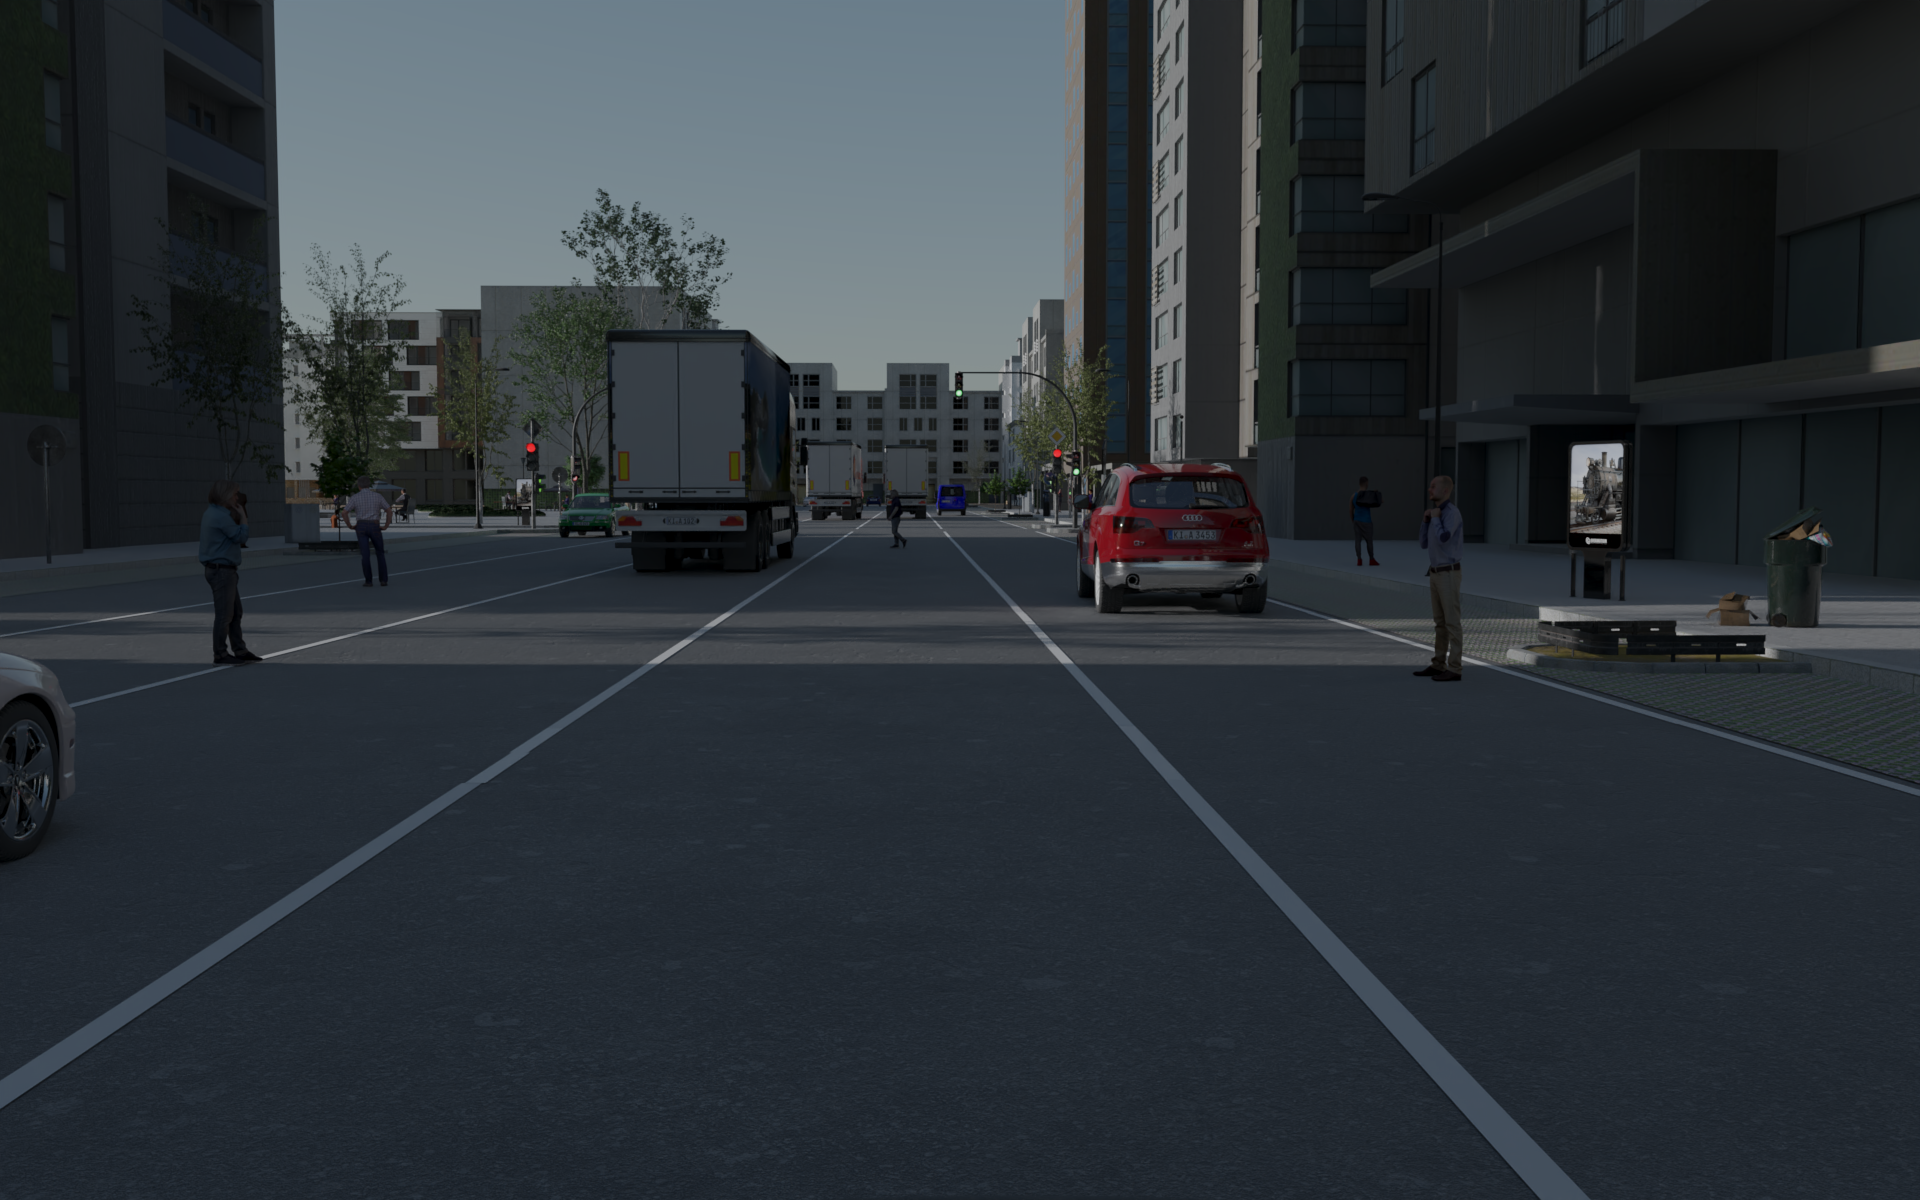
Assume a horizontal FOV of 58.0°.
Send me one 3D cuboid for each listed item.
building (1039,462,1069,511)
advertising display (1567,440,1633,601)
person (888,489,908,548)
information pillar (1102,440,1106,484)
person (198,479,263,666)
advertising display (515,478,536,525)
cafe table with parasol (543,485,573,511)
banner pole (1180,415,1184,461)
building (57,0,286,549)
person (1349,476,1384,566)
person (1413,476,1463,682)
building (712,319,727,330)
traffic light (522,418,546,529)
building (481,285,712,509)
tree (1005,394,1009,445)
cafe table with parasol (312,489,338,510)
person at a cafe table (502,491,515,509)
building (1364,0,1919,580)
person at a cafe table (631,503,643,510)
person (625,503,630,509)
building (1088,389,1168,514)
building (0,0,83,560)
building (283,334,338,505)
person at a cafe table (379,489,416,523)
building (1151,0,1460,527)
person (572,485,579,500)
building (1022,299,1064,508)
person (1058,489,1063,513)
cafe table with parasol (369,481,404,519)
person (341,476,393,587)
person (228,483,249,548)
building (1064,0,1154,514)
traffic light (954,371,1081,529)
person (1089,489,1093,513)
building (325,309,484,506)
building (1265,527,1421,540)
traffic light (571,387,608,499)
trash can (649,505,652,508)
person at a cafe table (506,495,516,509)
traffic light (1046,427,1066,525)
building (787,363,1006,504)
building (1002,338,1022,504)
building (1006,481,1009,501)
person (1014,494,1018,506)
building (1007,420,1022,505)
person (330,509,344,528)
[{"bbox_3d":[17.362,-42.700,136.395,20.563,71.187,20.611,0,4,-2],"label":"building"},{"bbox_3d":[7.802,-0.975,21.159,0.123,1.923,0.974,-1,4,-21],"label":"advertising display"},{"bbox_3d":[-1.654,-2.141,45.706,0.471,1.553,0.569,2,4,25],"label":"person"},{"bbox_3d":[6.183,-5.082,74.443,0.183,3.616,0.504,1,4,18],"label":"information pillar"},{"bbox_3d":[-6.098,-0.226,14.400,0.429,1.552,0.499,0,4,-7],"label":"person"},{"bbox_3d":[-17.846,-4.034,71.173,0.974,1.923,0.123,2,4,28],"label":"advertising display"},{"bbox_3d":[-29.711,-7.533,128.028,2.610,1.966,2.610,-3,4,-38],"label":"cafe table with parasol"},{"bbox_3d":[6.983,-3.953,54.655,0.401,3.779,0.863,0,4,7],"label":"banner pole"},{"bbox_3d":[-34.608,-30.868,46.685,28.212,58.520,21.231,0,4,-2],"label":"building"},{"bbox_3d":[7.270,-1.405,30.891,0.647,1.594,0.662,2,4,28],"label":"person"},{"bbox_3d":[3.721,-0.174,13.409,0.319,1.574,0.516,0,4,1],"label":"person"},{"bbox_3d":[-32.611,-20.080,184.729,16.016,20.091,11.380,0,4,-2],"label":"building"},{"bbox_3d":[-15.730,-4.585,63.885,0.839,4.253,0.868,0,4,-2],"label":"traffic light"},{"bbox_3d":[-32.634,-18.136,162.976,16.747,18.905,31.486,0,4,-2],"label":"building"},{"bbox_3d":[5.646,-8.676,92.217,4.737,8.622,4.395,0,3,0],"label":"tree"},{"bbox_3d":[-51.304,-8.325,140.973,2.610,1.966,2.610,0,4,-2],"label":"cafe table with parasol"},{"bbox_3d":[-33.312,-7.373,129.058,1.698,1.524,1.622,3,5,44],"label":"person at a cafe table"},{"bbox_3d":[24.394,-27.076,31.939,28.713,52.752,27.495,0,4,-2],"label":"building"},{"bbox_3d":[-26.810,-7.995,141.582,1.698,1.238,1.726,2,4,32],"label":"person at a cafe table"},{"bbox_3d":[-18.714,-5.457,97.322,0.319,1.574,0.516,-2,4,-30],"label":"person"},{"bbox_3d":[24.369,-25.025,101.036,32.217,40.220,23.993,0,4,-2],"label":"building"},{"bbox_3d":[-25.717,-21.129,29.050,14.154,41.232,14.086,0,4,-2],"label":"building"},{"bbox_3d":[-76.761,-21.665,210.640,11.380,20.091,16.016,0,4,-2],"label":"building"},{"bbox_3d":[-24.611,-4.126,75.968,1.622,1.524,1.698,2,4,27],"label":"person at a cafe table"},{"bbox_3d":[16.838,-24.306,80.996,14.086,41.232,14.154,0,4,-2],"label":"building"},{"bbox_3d":[-23.649,-6.187,107.076,0.709,1.838,0.599,-1,4,-21],"label":"person"},{"bbox_3d":[15.337,-18.318,165.961,16.747,18.905,31.486,0,4,-2],"label":"building"},{"bbox_3d":[6.921,-6.864,119.739,0.415,1.643,0.593,0,4,8],"label":"person"},{"bbox_3d":[-29.679,-5.117,88.522,2.610,1.966,2.610,0,4,-1],"label":"cafe table with parasol"},{"bbox_3d":[-9.188,-1.066,26.860,0.756,1.711,0.436,-1,4,-20],"label":"person"},{"bbox_3d":[-17.112,-1.999,40.994,0.482,1.546,0.388,-1,4,-13],"label":"person"},{"bbox_3d":[14.752,-28.723,119.728,14.600,45.320,14.200,0,4,-2],"label":"building"},{"bbox_3d":[2.174,-5.481,64.282,4.771,5.953,1.251,0,4,-2],"label":"traffic light"},{"bbox_3d":[6.664,-4.987,89.945,0.546,1.535,0.453,-1,4,-19],"label":"person"},{"bbox_3d":[-54.585,-22.103,205.355,32.646,21.610,27.936,0,4,-2],"label":"building"},{"bbox_3d":[16.096,-22.652,53.955,14.154,41.232,14.086,0,4,-2],"label":"building"},{"bbox_3d":[-13.875,-5.951,71.963,4.771,5.953,1.251,0,4,-2],"label":"traffic light"},{"bbox_3d":[-19.502,-5.960,109.091,0.748,1.137,0.748,0,3,0],"label":"trash can"},{"bbox_3d":[-33.041,-7.121,127.292,1.698,1.238,1.726,3,5,39],"label":"person at a cafe table"},{"bbox_3d":[4.029,-5.110,72.466,0.839,4.253,0.868,0,4,-2],"label":"traffic light"},{"bbox_3d":[-10.107,-22.959,241.841,31.486,18.905,16.747,0,4,-2],"label":"building"},{"bbox_3d":[13.376,-21.952,215.328,16.016,20.091,11.380,0,4,-2],"label":"building"},{"bbox_3d":[21.558,-23.005,242.586,31.486,18.905,16.747,0,4,-2],"label":"building"},{"bbox_3d":[6.029,-10.872,184.247,0.568,1.767,0.683,2,4,26],"label":"person"},{"bbox_3d":[10.682,-15.518,195.872,9.099,9.664,28.070,0,4,-2],"label":"building"},{"bbox_3d":[-24.411,-3.130,67.961,0.859,0.850,0.655,3,5,44],"label":"person"}]
